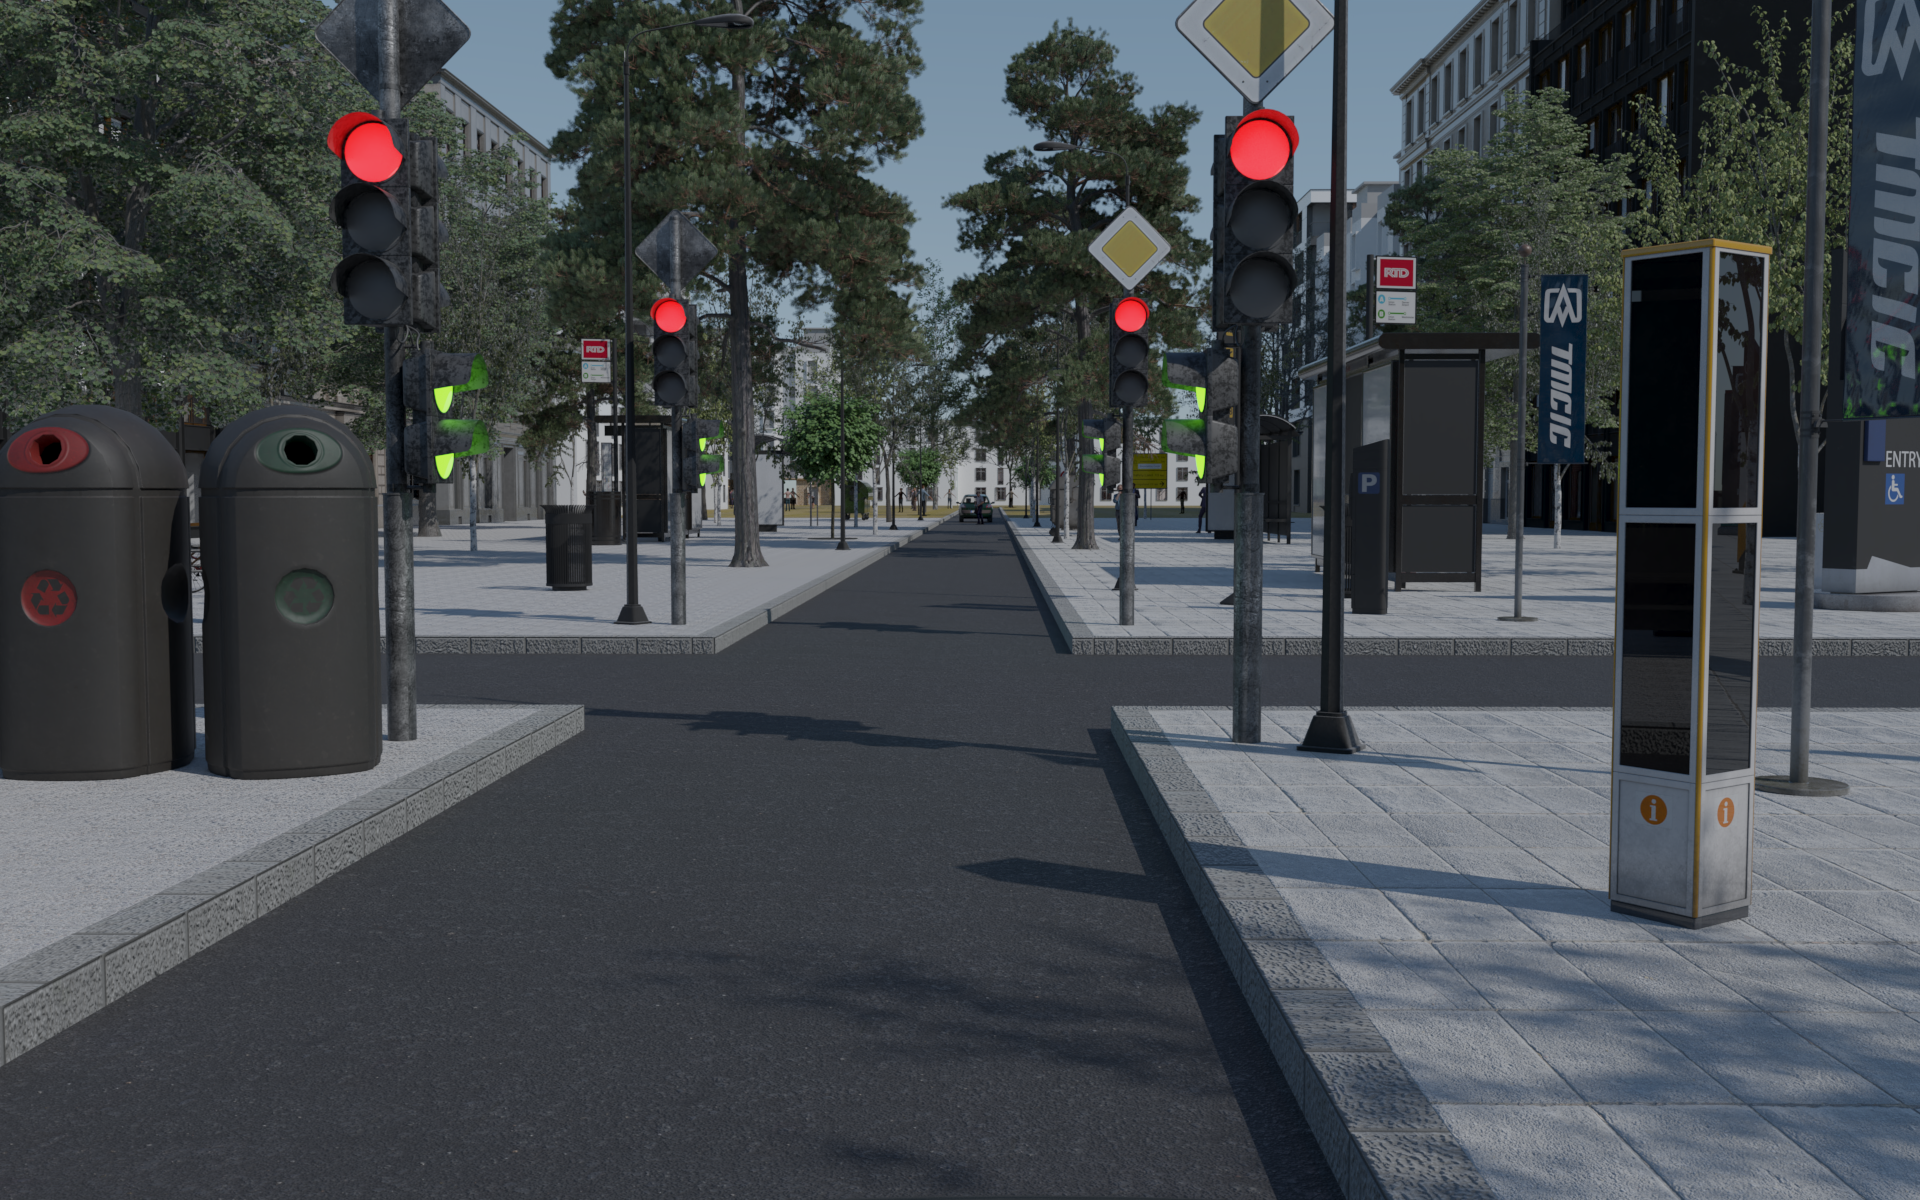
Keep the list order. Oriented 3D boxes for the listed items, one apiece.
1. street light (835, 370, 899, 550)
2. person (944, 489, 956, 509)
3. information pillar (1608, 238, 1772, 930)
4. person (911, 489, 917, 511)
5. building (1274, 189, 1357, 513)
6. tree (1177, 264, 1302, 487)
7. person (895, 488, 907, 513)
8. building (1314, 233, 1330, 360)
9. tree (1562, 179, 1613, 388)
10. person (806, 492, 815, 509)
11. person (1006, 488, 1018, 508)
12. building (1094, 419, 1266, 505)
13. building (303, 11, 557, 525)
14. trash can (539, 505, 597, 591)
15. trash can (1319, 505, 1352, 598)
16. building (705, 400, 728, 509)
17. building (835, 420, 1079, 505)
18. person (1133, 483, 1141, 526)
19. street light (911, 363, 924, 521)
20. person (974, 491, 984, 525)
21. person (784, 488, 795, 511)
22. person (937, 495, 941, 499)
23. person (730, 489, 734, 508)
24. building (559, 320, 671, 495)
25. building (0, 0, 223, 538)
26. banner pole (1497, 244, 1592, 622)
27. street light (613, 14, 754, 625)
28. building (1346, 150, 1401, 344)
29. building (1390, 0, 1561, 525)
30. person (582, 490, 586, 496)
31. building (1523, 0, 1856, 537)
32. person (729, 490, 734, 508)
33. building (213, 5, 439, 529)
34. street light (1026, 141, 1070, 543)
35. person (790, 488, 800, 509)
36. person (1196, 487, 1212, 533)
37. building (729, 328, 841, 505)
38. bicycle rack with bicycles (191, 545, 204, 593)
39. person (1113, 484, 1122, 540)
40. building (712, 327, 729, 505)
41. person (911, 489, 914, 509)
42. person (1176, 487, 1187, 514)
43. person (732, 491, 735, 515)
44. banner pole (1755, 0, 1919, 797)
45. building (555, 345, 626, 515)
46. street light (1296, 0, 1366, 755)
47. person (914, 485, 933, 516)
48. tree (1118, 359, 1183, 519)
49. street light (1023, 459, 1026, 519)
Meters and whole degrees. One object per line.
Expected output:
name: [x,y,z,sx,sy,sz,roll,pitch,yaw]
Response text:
street light: [-2.144,-4.096,39.514,1.470,5.913,1.316,0,4,1]
person: [-0.892,-8.829,151.125,1.217,1.735,0.721,-2,4,-25]
information pillar: [2.196,-0.045,5.229,0.304,2.012,0.304,-2,4,-35]
person: [-3.482,-7.623,131.230,0.434,1.755,0.990,-1,4,-16]
building: [37.658,-17.636,132.328,27.936,21.610,32.646,0,4,1]
tree: [8.478,-6.275,52.966,4.360,8.622,3.978,0,3,0]
person: [-4.159,-6.942,120.368,1.217,1.723,0.721,3,4,36]
building: [31.044,-15.541,110.520,16.016,20.091,11.380,0,4,1]
tree: [12.893,-4.918,30.769,4.737,8.622,4.395,0,3,0]
person: [-12.899,-8.599,149.818,0.628,1.438,0.799,1,4,17]
person: [4.773,-9.451,160.580,1.348,1.823,0.705,2,4,33]
building: [27.779,-15.699,198.826,28.070,9.664,9.099,0,4,1]
building: [-25.565,-14.110,79.847,9.793,20.994,18.267,0,4,1]
trash can: [-5.211,-0.699,23.079,0.748,1.137,0.748,0,3,0]
trash can: [4.826,-0.600,21.470,0.748,1.137,0.748,0,3,0]
building: [-34.033,-12.431,145.397,28.070,9.664,9.099,0,4,1]
building: [-0.286,-15.732,199.369,28.070,9.664,9.099,0,4,1]
person: [6.872,-3.802,69.034,0.431,1.722,0.655,-2,4,-34]
street light: [-1.827,-5.443,61.539,1.470,5.913,1.316,0,4,1]
person: [0.922,-4.325,81.426,0.590,1.554,0.614,-2,4,-28]
person: [-12.887,-7.494,129.286,1.217,1.736,0.721,-2,4,-24]
person: [-2.288,-9.705,167.950,0.991,1.433,0.599,1,4,17]
person: [-20.378,-9.095,155.672,0.541,1.710,0.530,-1,4,-16]
building: [-28.063,-16.580,127.502,16.016,20.091,11.380,0,4,1]
building: [-28.307,-13.075,43.451,12.332,23.373,15.834,0,4,1]
banner pole: [5.891,-1.678,17.448,0.863,3.779,0.401,0,4,4]
street light: [-2.696,-2.715,16.935,1.470,5.913,1.316,0,4,1]
building: [30.798,-14.847,99.164,16.016,20.091,11.380,0,4,1]
building: [28.486,-17.230,78.966,12.463,27.353,25.104,0,4,1]
person: [-19.401,-5.069,90.382,0.566,1.644,0.517,0,4,1]
building: [27.781,-14.002,58.618,12.332,23.373,15.834,0,4,1]
person: [-21.715,-9.618,164.765,0.593,1.643,0.415,1,4,23]
building: [-26.329,-12.015,61.074,10.561,19.102,19.286,0,4,1]
street light: [1.665,-3.084,22.963,1.470,5.913,1.316,0,4,1]
person: [-13.907,-8.454,144.397,0.705,1.807,1.348,3,5,43]
person: [8.064,-3.071,56.703,0.683,1.767,0.568,0,4,7]
building: [-19.936,-21.216,203.294,11.380,20.091,16.016,0,4,1]
bicycle rack with bicycles: [-10.046,-0.512,21.757,2.925,0.926,2.852,-3,5,-41]
person: [4.477,-2.421,47.833,0.499,1.552,0.429,3,4,37]
building: [-31.986,-21.210,203.205,11.380,20.091,16.016,0,4,1]
person: [-4.006,-8.552,146.808,0.436,1.711,0.756,0,4,-7]
person: [14.500,-6.535,113.419,0.721,1.766,1.217,3,5,40]
person: [-13.656,-6.097,105.819,0.705,1.814,1.350,-2,4,-34]
banner pole: [3.744,-1.051,7.209,0.401,3.779,0.863,-2,4,-25]
building: [-24.894,-10.120,107.614,9.099,9.664,28.070,0,4,1]
street light: [1.326,-2.202,8.544,1.470,5.913,1.316,0,4,1]
person: [-2.149,-5.760,100.208,1.348,1.826,0.705,3,4,38]
tree: [9.390,-8.530,89.824,4.737,8.622,4.395,0,3,0]
street light: [2.026,-4.461,45.475,1.470,5.913,1.316,0,4,1]
